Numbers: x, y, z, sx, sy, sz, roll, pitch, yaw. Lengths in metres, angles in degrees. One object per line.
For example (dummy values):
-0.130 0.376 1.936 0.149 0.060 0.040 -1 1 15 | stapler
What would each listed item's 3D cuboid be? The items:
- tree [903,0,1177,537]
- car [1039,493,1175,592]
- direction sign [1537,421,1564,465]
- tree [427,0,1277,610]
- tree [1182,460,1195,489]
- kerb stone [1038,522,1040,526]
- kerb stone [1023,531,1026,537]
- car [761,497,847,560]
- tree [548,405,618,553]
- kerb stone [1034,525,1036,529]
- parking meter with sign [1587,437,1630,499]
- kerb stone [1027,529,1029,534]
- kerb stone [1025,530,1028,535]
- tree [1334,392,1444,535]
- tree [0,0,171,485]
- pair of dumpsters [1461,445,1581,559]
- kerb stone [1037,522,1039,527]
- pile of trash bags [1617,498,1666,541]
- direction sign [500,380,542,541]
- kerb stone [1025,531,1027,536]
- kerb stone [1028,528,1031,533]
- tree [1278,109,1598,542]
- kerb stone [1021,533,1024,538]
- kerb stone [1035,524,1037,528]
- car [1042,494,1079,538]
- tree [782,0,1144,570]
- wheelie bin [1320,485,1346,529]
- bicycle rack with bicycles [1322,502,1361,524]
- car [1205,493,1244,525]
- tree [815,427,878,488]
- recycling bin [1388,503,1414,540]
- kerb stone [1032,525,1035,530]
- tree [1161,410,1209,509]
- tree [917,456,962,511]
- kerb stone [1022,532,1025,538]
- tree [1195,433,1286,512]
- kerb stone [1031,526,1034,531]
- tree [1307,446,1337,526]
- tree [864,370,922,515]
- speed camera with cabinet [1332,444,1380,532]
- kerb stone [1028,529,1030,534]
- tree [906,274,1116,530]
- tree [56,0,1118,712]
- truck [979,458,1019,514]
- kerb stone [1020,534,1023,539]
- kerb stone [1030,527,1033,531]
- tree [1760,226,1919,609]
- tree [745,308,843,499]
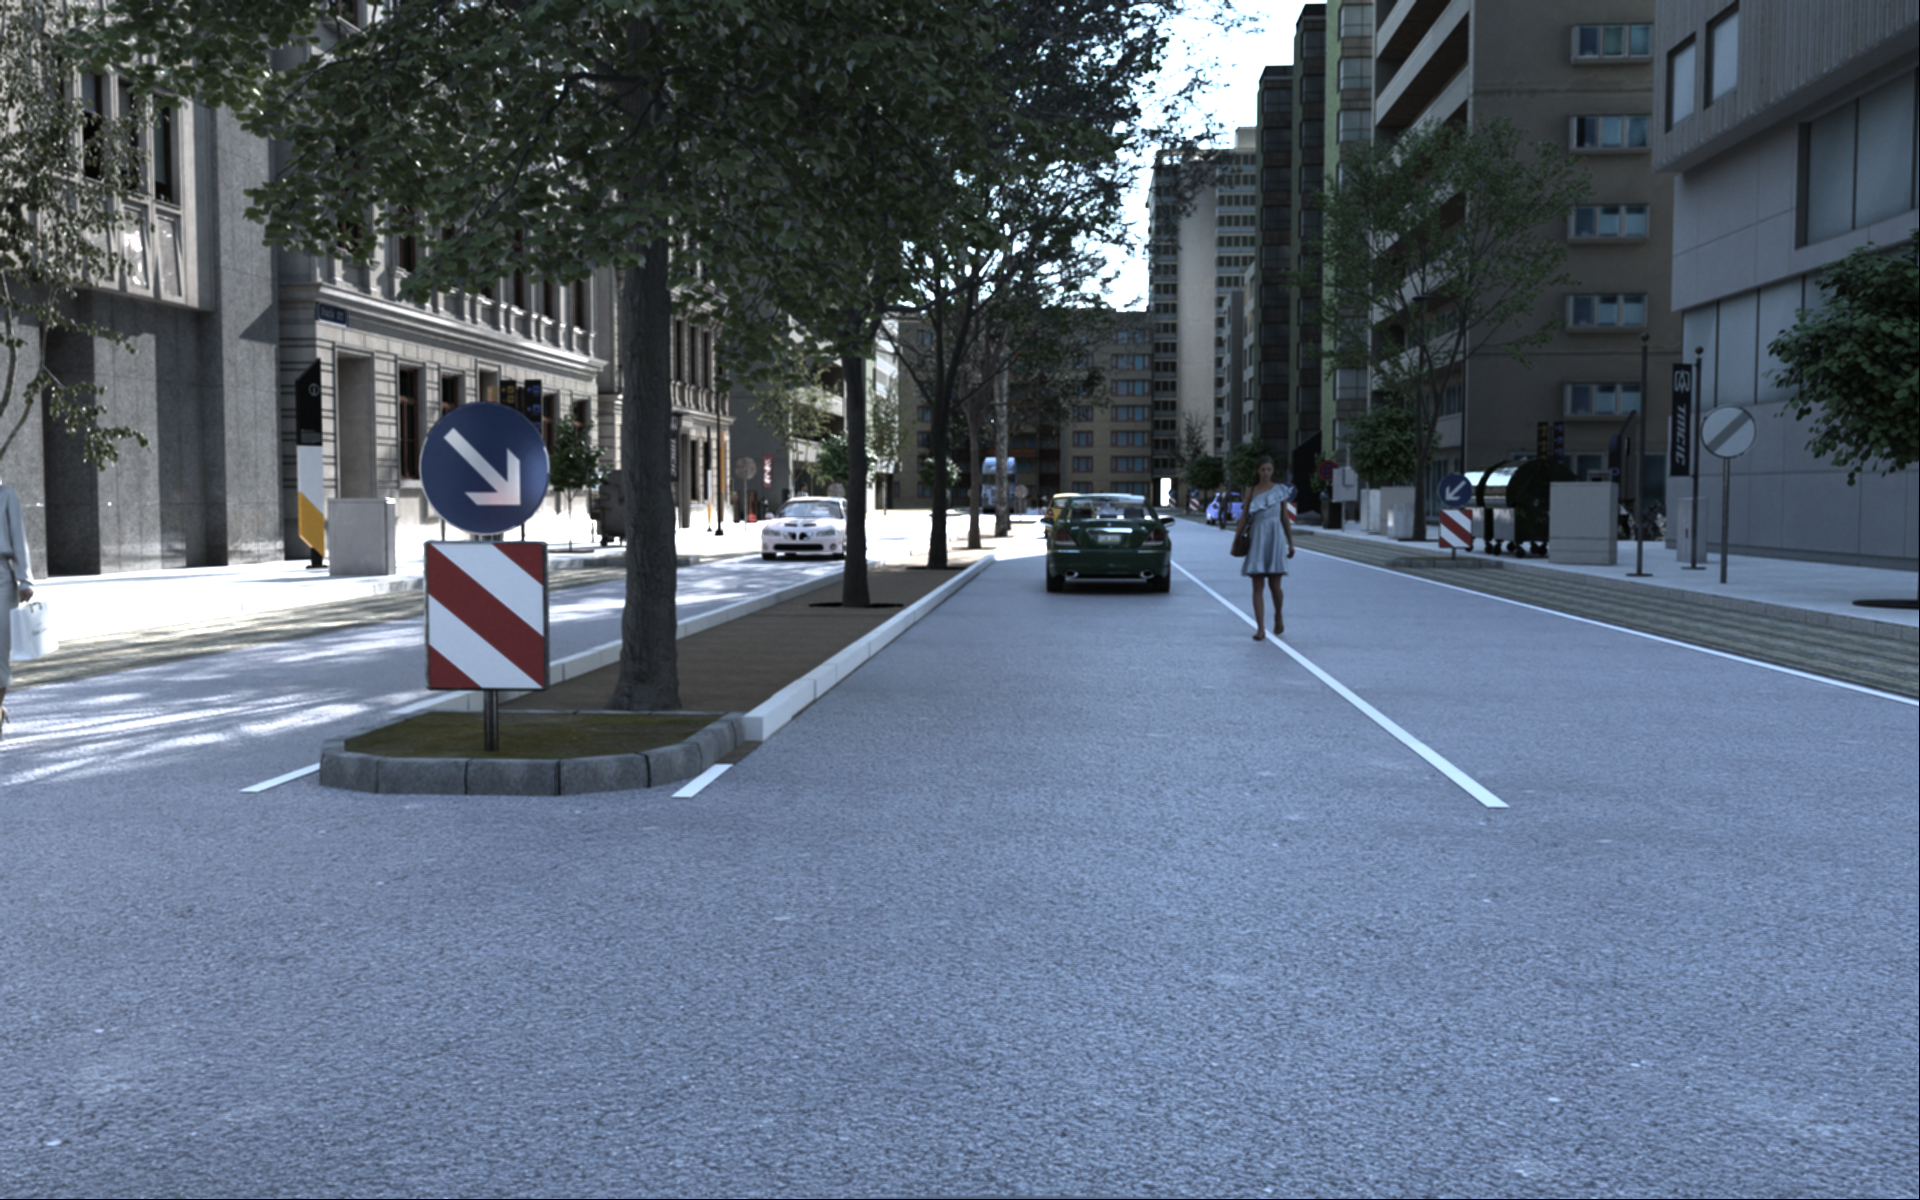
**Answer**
0.209 -12.182 57.529 12.611 20.169 13.585 0 3 0 | tree
2.274 -0.915 26.754 2.131 1.459 4.920 0 4 4 | car
18.459 -3.805 54.202 0.379 3.537 0.876 -3 5 -44 | direction sign
-1.292 -6.637 21.340 12.009 13.543 11.850 0 3 0 | tree
18.030 -8.746 126.713 4.285 4.588 4.351 0 3 0 | tree
3.187 -3.102 72.917 0.120 0.150 1.000 0 4 4 | kerb stone
1.971 -2.038 55.513 0.120 0.150 1.000 0 4 4 | kerb stone
-3.295 -1.647 39.293 2.083 1.381 4.827 0 4 4 | car
-8.558 -2.639 37.752 1.663 3.219 1.824 0 3 0 | tree
2.755 -2.727 66.781 0.120 0.150 1.000 0 4 4 | kerb stone
19.806 -3.515 53.735 1.738 3.016 0.543 1 4 17 | parking meter with sign
2.184 -2.227 58.601 0.120 0.150 1.000 0 4 4 | kerb stone
2.114 -2.163 57.572 0.120 0.150 1.000 0 4 4 | kerb stone
13.684 -4.376 55.269 4.285 4.588 4.351 0 3 0 | tree
-10.468 -4.171 18.553 4.360 8.622 3.978 0 3 0 | tree
11.697 -2.072 36.368 1.574 2.255 4.437 0 4 4 | pair of dumpsters
3.106 -3.040 71.896 0.120 0.150 1.000 0 4 4 | kerb stone
18.413 -2.386 48.766 1.912 1.369 3.447 -3 5 -41 | pile of trash bags
-8.705 -2.594 34.414 0.876 3.537 0.379 1 4 11 | direction sign
2.043 -2.101 56.540 0.120 0.150 1.000 0 4 4 | kerb stone
2.329 -2.352 60.647 0.120 0.150 1.000 0 4 4 | kerb stone
12.640 -7.395 46.671 9.928 11.665 9.643 0 3 0 | tree
1.824 -1.913 53.469 0.120 0.150 1.000 0 4 4 | kerb stone
2.899 -2.852 68.831 0.120 0.150 1.000 0 4 4 | kerb stone
3.706 -2.901 57.663 2.015 1.641 3.980 0 4 5 | car
-0.321 -6.373 32.405 9.928 11.665 9.643 0 3 0 | tree
13.630 -3.400 63.490 0.980 1.594 0.693 -1 4 -17 | wheelie bin
16.772 -3.833 76.045 2.852 0.926 2.925 0 4 1 | bicycle rack with bicycles
12.449 -4.364 80.936 1.945 1.707 3.694 0 4 3 | car
-5.612 -6.176 84.685 4.285 4.588 4.351 0 3 0 | tree
12.590 -2.241 49.199 0.722 1.027 0.722 0 4 0 | recycling bin
2.683 -2.664 65.760 0.120 0.150 1.000 0 4 4 | kerb stone
19.479 -12.083 147.923 4.360 8.622 3.978 0 3 0 | tree
-1.467 -10.175 150.082 4.285 4.588 4.351 0 3 0 | tree
1.902 -1.975 54.489 0.120 0.150 1.000 0 4 4 | kerb stone
15.619 -6.642 92.314 4.285 4.588 4.351 0 3 0 | tree
2.542 -2.539 63.715 0.120 0.150 1.000 0 4 4 | kerb stone
14.592 -4.605 69.897 1.663 3.219 1.824 0 3 0 | tree
-4.429 -9.390 103.894 4.737 8.622 4.395 0 3 0 | tree
13.798 -3.971 59.266 2.038 3.252 0.660 -1 4 -15 | speed camera with cabinet
2.252 -2.287 59.627 0.120 0.150 1.000 0 4 4 | kerb stone
1.918 -8.015 67.914 8.767 10.594 7.601 0 4 4 | tree
-2.151 -5.565 11.576 7.486 12.596 7.792 0 3 0 | tree
3.303 -8.807 133.756 2.967 4.110 18.799 0 4 3 | truck
1.757 -1.850 52.449 0.120 0.150 1.000 0 4 4 | kerb stone
2.477 -2.476 62.695 0.120 0.150 1.000 0 4 4 | kerb stone
11.037 -2.207 19.796 4.285 4.588 4.351 0 3 0 | tree
-6.562 -7.186 67.854 4.360 8.622 3.978 0 3 0 | tree
